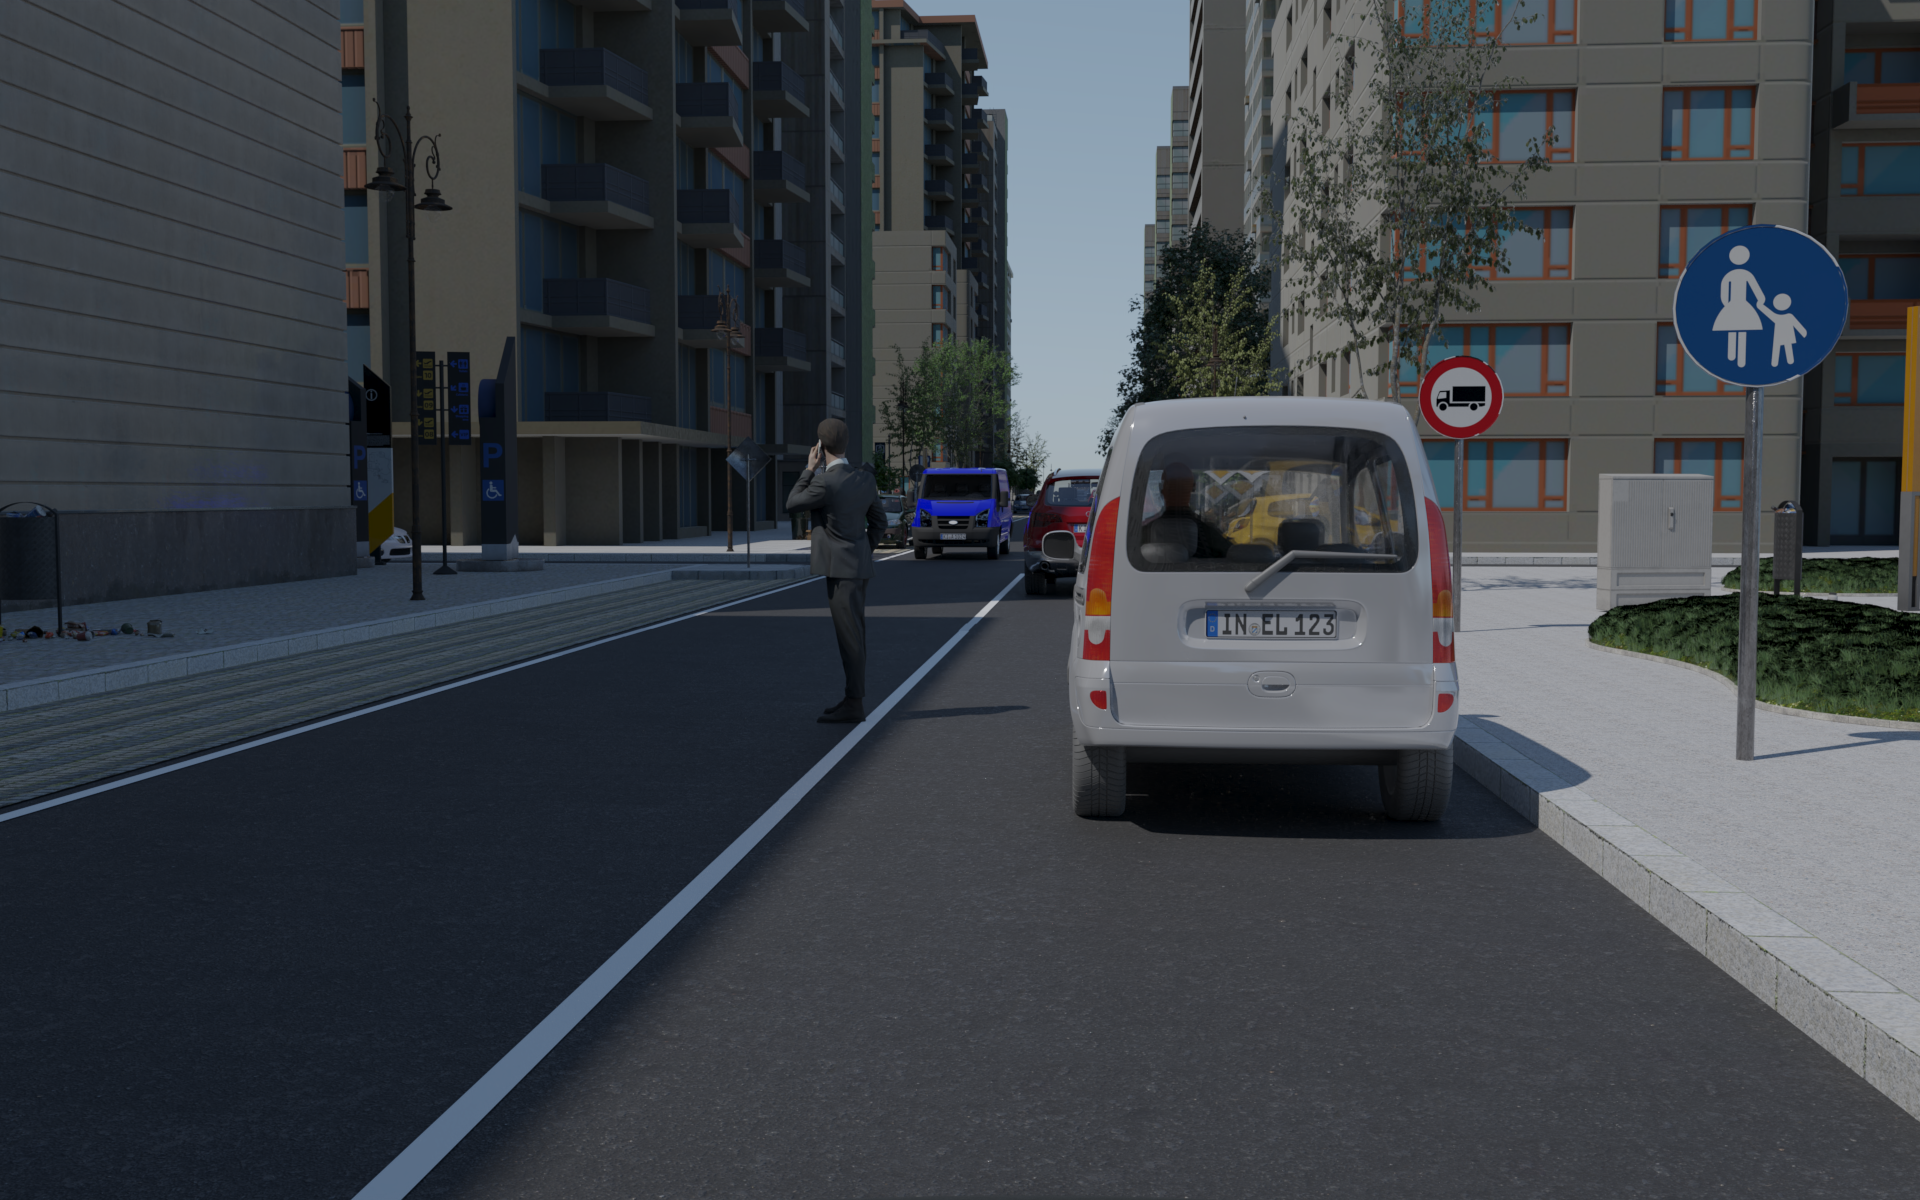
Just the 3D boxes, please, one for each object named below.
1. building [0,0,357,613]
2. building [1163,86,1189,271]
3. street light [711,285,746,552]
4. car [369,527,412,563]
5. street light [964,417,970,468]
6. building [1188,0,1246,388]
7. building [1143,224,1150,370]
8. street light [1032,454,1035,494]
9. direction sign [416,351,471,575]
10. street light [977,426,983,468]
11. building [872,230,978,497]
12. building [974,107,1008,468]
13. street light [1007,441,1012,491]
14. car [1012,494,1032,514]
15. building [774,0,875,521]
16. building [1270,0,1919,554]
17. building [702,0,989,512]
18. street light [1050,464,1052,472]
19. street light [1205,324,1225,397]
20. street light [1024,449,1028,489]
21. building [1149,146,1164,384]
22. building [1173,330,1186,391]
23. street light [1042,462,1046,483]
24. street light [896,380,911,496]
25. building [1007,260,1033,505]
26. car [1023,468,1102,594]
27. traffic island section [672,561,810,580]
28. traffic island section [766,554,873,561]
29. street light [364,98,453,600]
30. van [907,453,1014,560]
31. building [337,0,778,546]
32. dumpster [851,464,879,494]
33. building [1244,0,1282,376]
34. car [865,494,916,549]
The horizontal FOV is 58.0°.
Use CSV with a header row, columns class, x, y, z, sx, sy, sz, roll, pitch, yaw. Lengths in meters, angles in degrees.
class,x,y,z,sx,sy,sz,roll,pitch,yaw
building,-22.107,-13.748,22.043,25.104,27.353,12.463,0,4,5
building,28.330,-30.150,176.548,14.154,41.232,14.086,0,4,5
street light,-5.116,-4.013,38.393,0.468,5.910,1.993,0,4,5
car,-13.362,-1.355,34.513,4.827,1.381,2.083,0,4,5
street light,0.385,-7.915,102.196,0.468,5.910,1.993,0,4,5
building,28.169,-30.889,128.743,21.300,48.544,21.600,0,4,5
building,34.845,-35.438,263.000,14.154,41.232,14.086,0,4,5
street light,8.392,-13.758,197.735,0.468,5.910,1.993,0,4,5
direction sign,-8.236,-2.177,27.597,0.876,3.537,0.379,-1,4,-11
street light,1.358,-8.717,115.302,0.468,5.910,1.993,0,4,5
building,-13.509,-17.386,129.294,27.650,21.520,28.899,0,4,5
building,-2.459,-30.313,179.212,14.154,41.232,14.086,0,4,5
street light,4.169,-10.667,147.199,0.468,5.910,1.993,0,4,5
car,4.841,-7.132,128.612,2.014,1.417,4.499,0,4,3
building,-12.046,-24.537,84.769,14.154,41.232,14.086,0,4,5
building,24.839,-12.532,49.946,28.899,21.520,27.650,0,4,5
building,-8.921,-30.789,158.030,22.147,44.769,28.867,0,4,5
street light,13.799,-17.692,262.056,0.468,5.910,1.993,0,4,5
street light,6.926,-4.550,47.172,0.468,5.910,1.993,0,4,5
street light,6.873,-12.619,179.104,0.468,5.910,1.993,0,4,5
building,30.093,-31.930,205.647,14.154,41.232,14.086,0,4,5
building,32.702,-18.973,155.255,27.650,21.520,28.899,0,4,5
street light,11.119,-15.741,230.149,0.468,5.910,1.993,0,4,5
street light,-2.295,-5.963,70.289,0.468,5.910,1.993,0,4,5
building,-4.915,-34.825,261.272,32.217,40.220,23.993,0,4,5
car,2.091,-1.069,26.157,2.281,1.827,5.304,0,4,6
traffic island section,-3.700,-0.481,30.151,2.009,0.180,2.903,0,4,5
traffic island section,-3.029,-0.968,38.108,2.009,0.180,2.903,0,4,5
street light,-6.563,-2.935,20.779,0.468,5.910,1.993,0,4,5
van,0.101,-2.163,39.747,2.240,2.365,5.245,0,4,6
building,-17.015,-24.492,55.072,22.147,44.769,28.867,0,4,5
dumpster,-3.524,-3.313,56.655,1.502,2.255,1.985,0,4,5
building,28.460,-24.643,94.787,32.217,40.220,23.993,0,4,5
car,-2.136,-2.237,46.361,2.009,1.686,4.222,0,4,6
